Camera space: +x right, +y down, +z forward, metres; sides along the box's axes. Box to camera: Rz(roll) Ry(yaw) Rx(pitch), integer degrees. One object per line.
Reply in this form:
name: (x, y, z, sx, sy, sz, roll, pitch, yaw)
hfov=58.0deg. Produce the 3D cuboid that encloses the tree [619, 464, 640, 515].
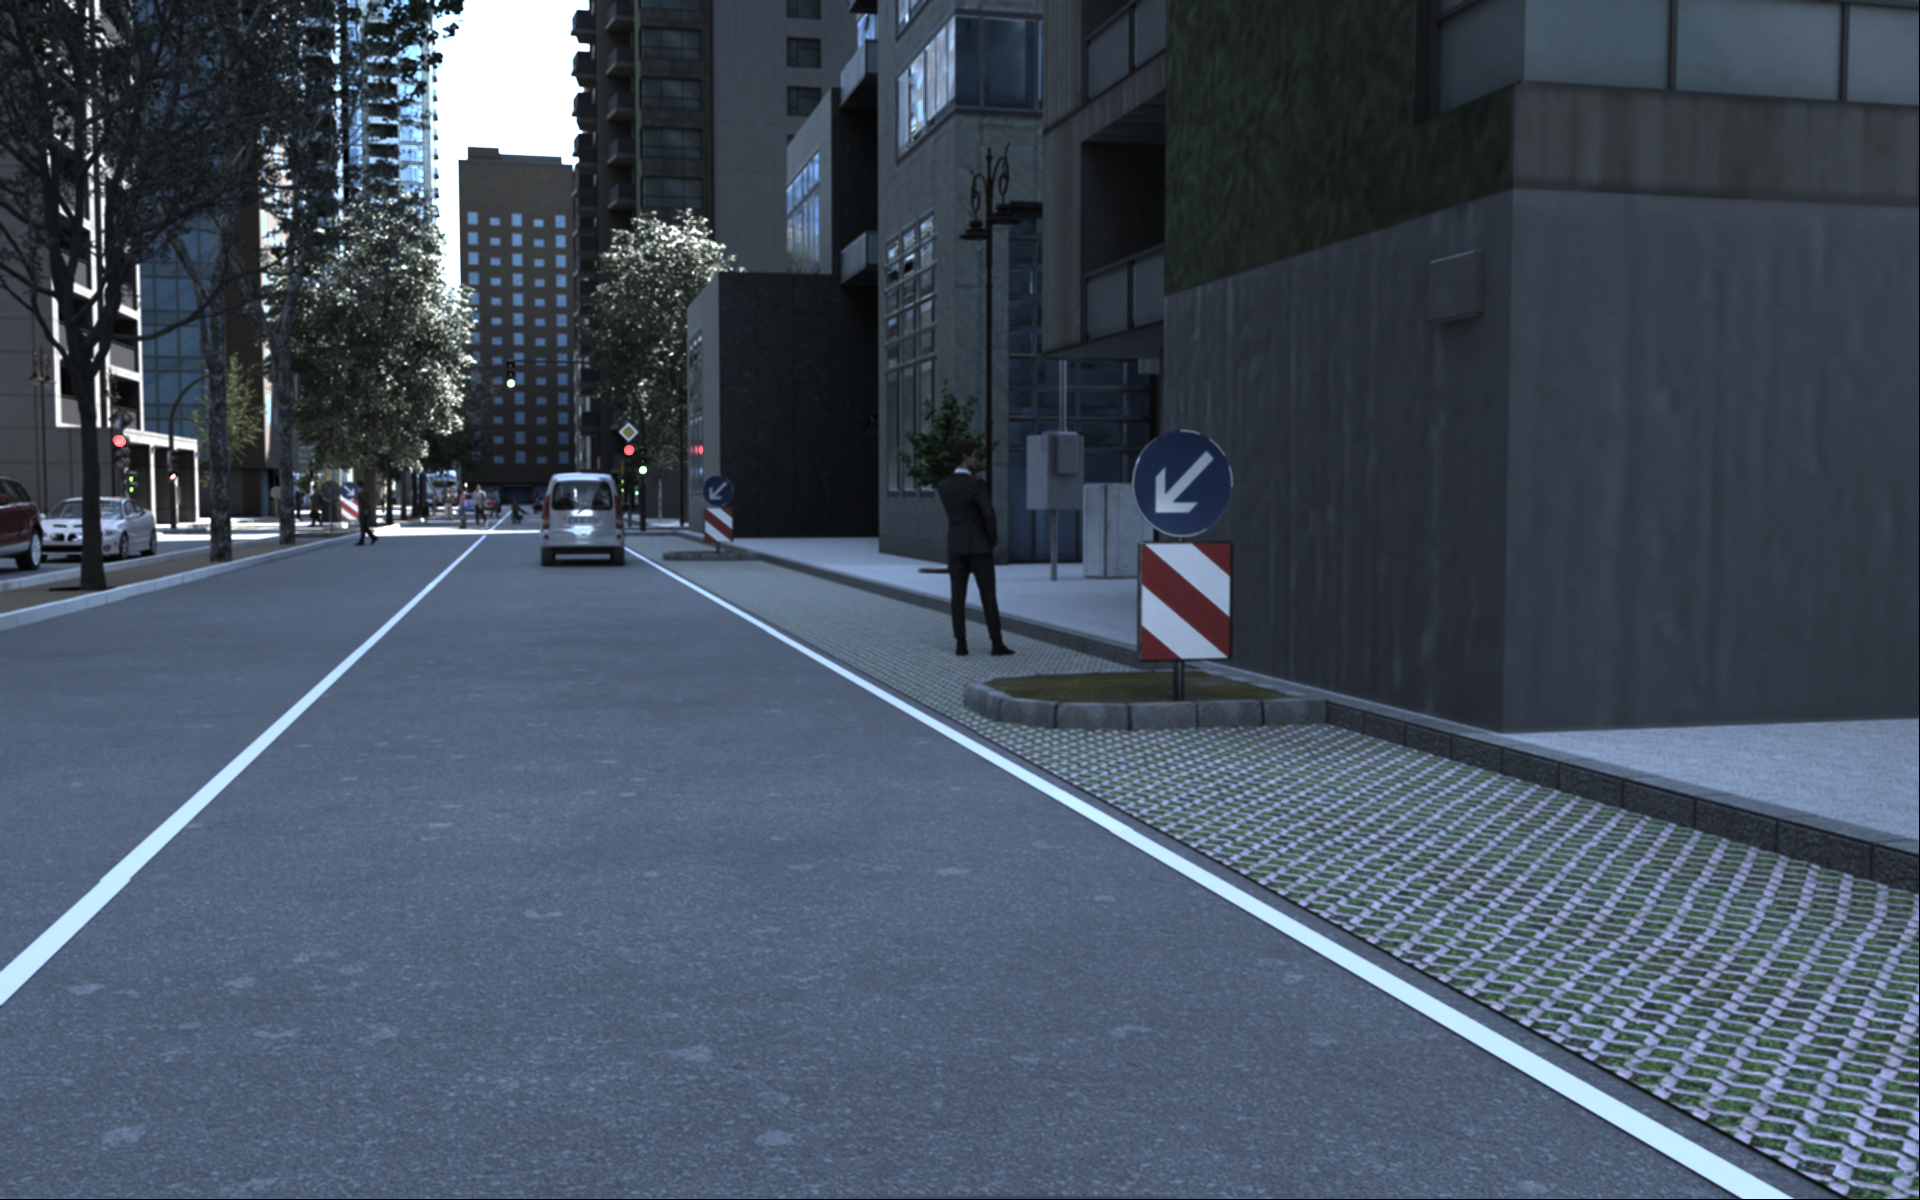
tree: (-20.157, -6.921, 107.753, 1.663, 3.219, 1.824, 0, 3, 0)

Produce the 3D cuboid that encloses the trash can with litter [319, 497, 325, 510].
trash can with litter: (-49.673, -7.529, 134.490, 1.055, 1.170, 0.624, -2, 4, -26)

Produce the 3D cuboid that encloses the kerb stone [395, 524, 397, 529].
kerb stone: (-23.088, -2.950, 70.432, 0.120, 0.150, 1.000, -1, 4, -14)

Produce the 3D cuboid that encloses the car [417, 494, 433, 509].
car: (-50.048, -9.313, 162.059, 2.009, 1.686, 4.222, -1, 4, -14)

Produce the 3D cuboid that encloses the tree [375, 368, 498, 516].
tree: (-35.089, -11.819, 112.708, 9.611, 12.733, 9.660, 0, 3, 0)

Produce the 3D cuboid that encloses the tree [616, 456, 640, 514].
tree: (-20.501, -7.813, 111.449, 4.285, 4.588, 4.351, 0, 3, 0)

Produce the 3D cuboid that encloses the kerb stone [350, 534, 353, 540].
kerb stone: (-18.768, -1.885, 53.016, 0.120, 0.150, 1.000, -1, 4, -14)

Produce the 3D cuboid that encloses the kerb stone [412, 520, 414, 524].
kerb stone: (-25.574, -3.560, 80.394, 0.120, 0.150, 1.000, -1, 4, -14)

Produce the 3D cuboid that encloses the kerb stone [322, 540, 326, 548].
kerb stone: (-17.042, -1.458, 46.041, 0.120, 0.150, 1.000, -1, 4, -14)

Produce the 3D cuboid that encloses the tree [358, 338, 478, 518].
tree: (-32.500, -10.705, 103.232, 9.928, 11.665, 9.643, 0, 3, 0)

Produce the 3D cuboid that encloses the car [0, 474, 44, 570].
car: (-18.055, -1.364, 30.974, 2.281, 1.827, 5.304, -1, 4, -13)

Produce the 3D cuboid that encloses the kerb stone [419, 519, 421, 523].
kerb stone: (-26.817, -3.865, 85.388, 0.120, 0.150, 1.000, -1, 4, -14)

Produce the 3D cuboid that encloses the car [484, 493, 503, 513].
car: (-36.105, -7.566, 132.745, 2.155, 1.783, 4.494, -1, 4, -15)

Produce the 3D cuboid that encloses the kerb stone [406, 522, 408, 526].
kerb stone: (-24.582, -3.316, 76.412, 0.120, 0.150, 1.000, -1, 4, -14)

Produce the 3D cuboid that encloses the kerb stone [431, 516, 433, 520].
kerb stone: (-29.533, -4.536, 96.352, 0.120, 0.150, 1.000, -1, 4, -14)

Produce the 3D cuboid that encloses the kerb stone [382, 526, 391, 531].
kerb stone: (-22.360, -2.765, 67.450, 0.120, 0.150, 1.000, -1, 4, -14)

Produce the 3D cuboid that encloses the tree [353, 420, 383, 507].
tree: (-58.543, -15.546, 172.297, 7.486, 12.596, 7.792, 0, 3, 0)

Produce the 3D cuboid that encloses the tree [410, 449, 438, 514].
tree: (-36.918, -10.305, 121.311, 4.360, 8.622, 3.978, 0, 3, 0)

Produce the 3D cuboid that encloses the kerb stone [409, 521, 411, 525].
kerb stone: (-25.080, -3.438, 78.407, 0.120, 0.150, 1.000, -1, 4, -14)

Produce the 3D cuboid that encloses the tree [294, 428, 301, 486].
tree: (-44.233, -9.864, 111.634, 4.737, 8.622, 4.395, 0, 3, 0)

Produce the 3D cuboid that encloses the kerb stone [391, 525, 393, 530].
kerb stone: (-22.602, -2.829, 68.443, 0.120, 0.150, 1.000, -1, 4, -14)

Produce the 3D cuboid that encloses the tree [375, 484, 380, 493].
tree: (-60.746, -11.266, 178.805, 1.663, 3.219, 1.824, 0, 3, 0)

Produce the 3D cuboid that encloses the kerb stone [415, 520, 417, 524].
kerb stone: (-26.072, -3.682, 82.401, 0.120, 0.150, 1.000, -1, 4, -14)

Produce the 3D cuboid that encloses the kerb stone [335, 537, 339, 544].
kerb stone: (-17.775, -1.642, 49.038, 0.120, 0.150, 1.000, -1, 4, -14)

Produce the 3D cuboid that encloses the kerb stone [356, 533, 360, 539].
kerb stone: (-19.263, -2.006, 55.012, 0.120, 0.150, 1.000, -1, 4, -14)

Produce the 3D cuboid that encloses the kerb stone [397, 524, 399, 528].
kerb stone: (-23.346, -3.011, 71.421, 0.120, 0.150, 1.000, -1, 4, -14)

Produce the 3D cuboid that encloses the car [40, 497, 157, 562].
car: (-19.091, -1.583, 38.240, 2.083, 1.381, 4.827, -1, 4, -13)

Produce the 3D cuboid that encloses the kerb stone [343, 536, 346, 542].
kerb stone: (-18.267, -1.763, 51.028, 0.120, 0.150, 1.000, -1, 4, -14)

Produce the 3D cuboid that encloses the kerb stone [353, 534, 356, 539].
kerb stone: (-19.021, -1.946, 54.012, 0.120, 0.150, 1.000, -1, 4, -14)

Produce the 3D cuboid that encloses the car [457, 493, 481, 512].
car: (-34.628, -6.920, 122.728, 1.945, 1.707, 3.694, -1, 4, -15)

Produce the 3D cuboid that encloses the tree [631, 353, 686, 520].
tree: (-14.786, -8.323, 86.447, 4.737, 8.622, 4.395, 0, 3, 0)

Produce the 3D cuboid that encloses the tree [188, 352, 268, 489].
tree: (-38.383, -8.570, 90.486, 4.737, 8.622, 4.395, 0, 3, 0)

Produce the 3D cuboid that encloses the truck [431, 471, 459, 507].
truck: (-60.153, -13.028, 202.761, 2.967, 4.110, 18.799, -1, 4, -16)

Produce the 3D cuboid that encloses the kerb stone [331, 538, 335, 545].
kerb stone: (-17.537, -1.579, 48.044, 0.120, 0.150, 1.000, -1, 4, -14)

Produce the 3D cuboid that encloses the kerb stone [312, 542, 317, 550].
kerb stone: (-16.546, -1.337, 44.058, 0.120, 0.150, 1.000, -1, 4, -14)

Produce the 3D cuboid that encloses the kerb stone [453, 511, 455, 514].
kerb stone: (-36.463, -6.239, 124.239, 0.120, 0.150, 1.000, -1, 4, -14)

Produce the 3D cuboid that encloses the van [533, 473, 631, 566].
van: (-7.846, -1.772, 35.989, 2.013, 2.044, 4.112, -1, 4, -12)

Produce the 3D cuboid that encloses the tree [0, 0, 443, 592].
tree: (-12.785, -6.869, 25.142, 12.009, 13.543, 11.850, 0, 3, 0)

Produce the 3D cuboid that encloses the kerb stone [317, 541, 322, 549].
kerb stone: (-16.796, -1.395, 45.049, 0.120, 0.150, 1.000, -1, 4, -14)

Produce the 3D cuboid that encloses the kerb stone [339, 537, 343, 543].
kerb stone: (-18.029, -1.703, 50.034, 0.120, 0.150, 1.000, -1, 4, -14)

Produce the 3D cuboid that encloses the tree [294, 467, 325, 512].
tree: (-46.218, -7.855, 123.031, 1.663, 3.219, 1.824, 0, 3, 0)

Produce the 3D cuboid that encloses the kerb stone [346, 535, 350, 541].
kerb stone: (-18.522, -1.820, 52.018, 0.120, 0.150, 1.000, -1, 4, -14)

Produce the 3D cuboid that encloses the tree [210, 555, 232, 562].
tree: (-17.049, -10.905, 36.646, 12.611, 20.169, 13.585, 0, 3, 0)

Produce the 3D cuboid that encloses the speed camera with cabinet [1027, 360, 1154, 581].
speed camera with cabinet: (1.979, -1.946, 26.149, 2.038, 3.252, 0.660, -2, 4, -34)

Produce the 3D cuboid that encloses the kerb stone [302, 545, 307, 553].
kerb stone: (-16.047, -1.216, 42.072, 0.120, 0.150, 1.000, -1, 4, -14)

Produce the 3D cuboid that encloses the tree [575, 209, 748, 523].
tree: (-12.204, -10.453, 77.566, 9.857, 13.997, 8.962, 0, 3, 0)

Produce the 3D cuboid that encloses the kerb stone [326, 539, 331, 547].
kerb stone: (-17.282, -1.518, 47.042, 0.120, 0.150, 1.000, -1, 4, -14)

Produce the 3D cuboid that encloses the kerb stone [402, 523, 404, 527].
kerb stone: (-24.087, -3.191, 74.414, 0.120, 0.150, 1.000, -1, 4, -14)

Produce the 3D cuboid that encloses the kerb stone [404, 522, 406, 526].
kerb stone: (-24.335, -3.252, 75.413, 0.120, 0.150, 1.000, -1, 4, -14)

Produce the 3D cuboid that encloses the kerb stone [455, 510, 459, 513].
kerb stone: (-38.684, -6.782, 133.188, 0.120, 0.150, 1.000, -1, 4, -14)

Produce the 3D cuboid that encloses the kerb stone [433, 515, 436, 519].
kerb stone: (-30.283, -4.718, 99.342, 0.120, 0.150, 1.000, -1, 4, -14)

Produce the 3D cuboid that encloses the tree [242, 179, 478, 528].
tree: (-23.984, -9.831, 69.850, 9.857, 13.997, 8.962, 0, 3, 0)

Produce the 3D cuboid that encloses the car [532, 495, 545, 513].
car: (-31.053, -7.164, 129.714, 1.945, 1.354, 3.894, -1, 4, -14)

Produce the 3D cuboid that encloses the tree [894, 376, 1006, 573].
tree: (-0.215, -2.077, 28.567, 1.663, 3.219, 1.824, 0, 3, 0)

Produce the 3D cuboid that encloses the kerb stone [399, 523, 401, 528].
kerb stone: (-23.586, -3.070, 72.415, 0.120, 0.150, 1.000, -1, 4, -14)

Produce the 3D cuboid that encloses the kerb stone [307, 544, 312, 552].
kerb stone: (-16.294, -1.272, 43.067, 0.120, 0.150, 1.000, -1, 4, -14)

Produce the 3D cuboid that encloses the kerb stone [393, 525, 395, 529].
kerb stone: (-22.850, -2.887, 69.435, 0.120, 0.150, 1.000, -1, 4, -14)
